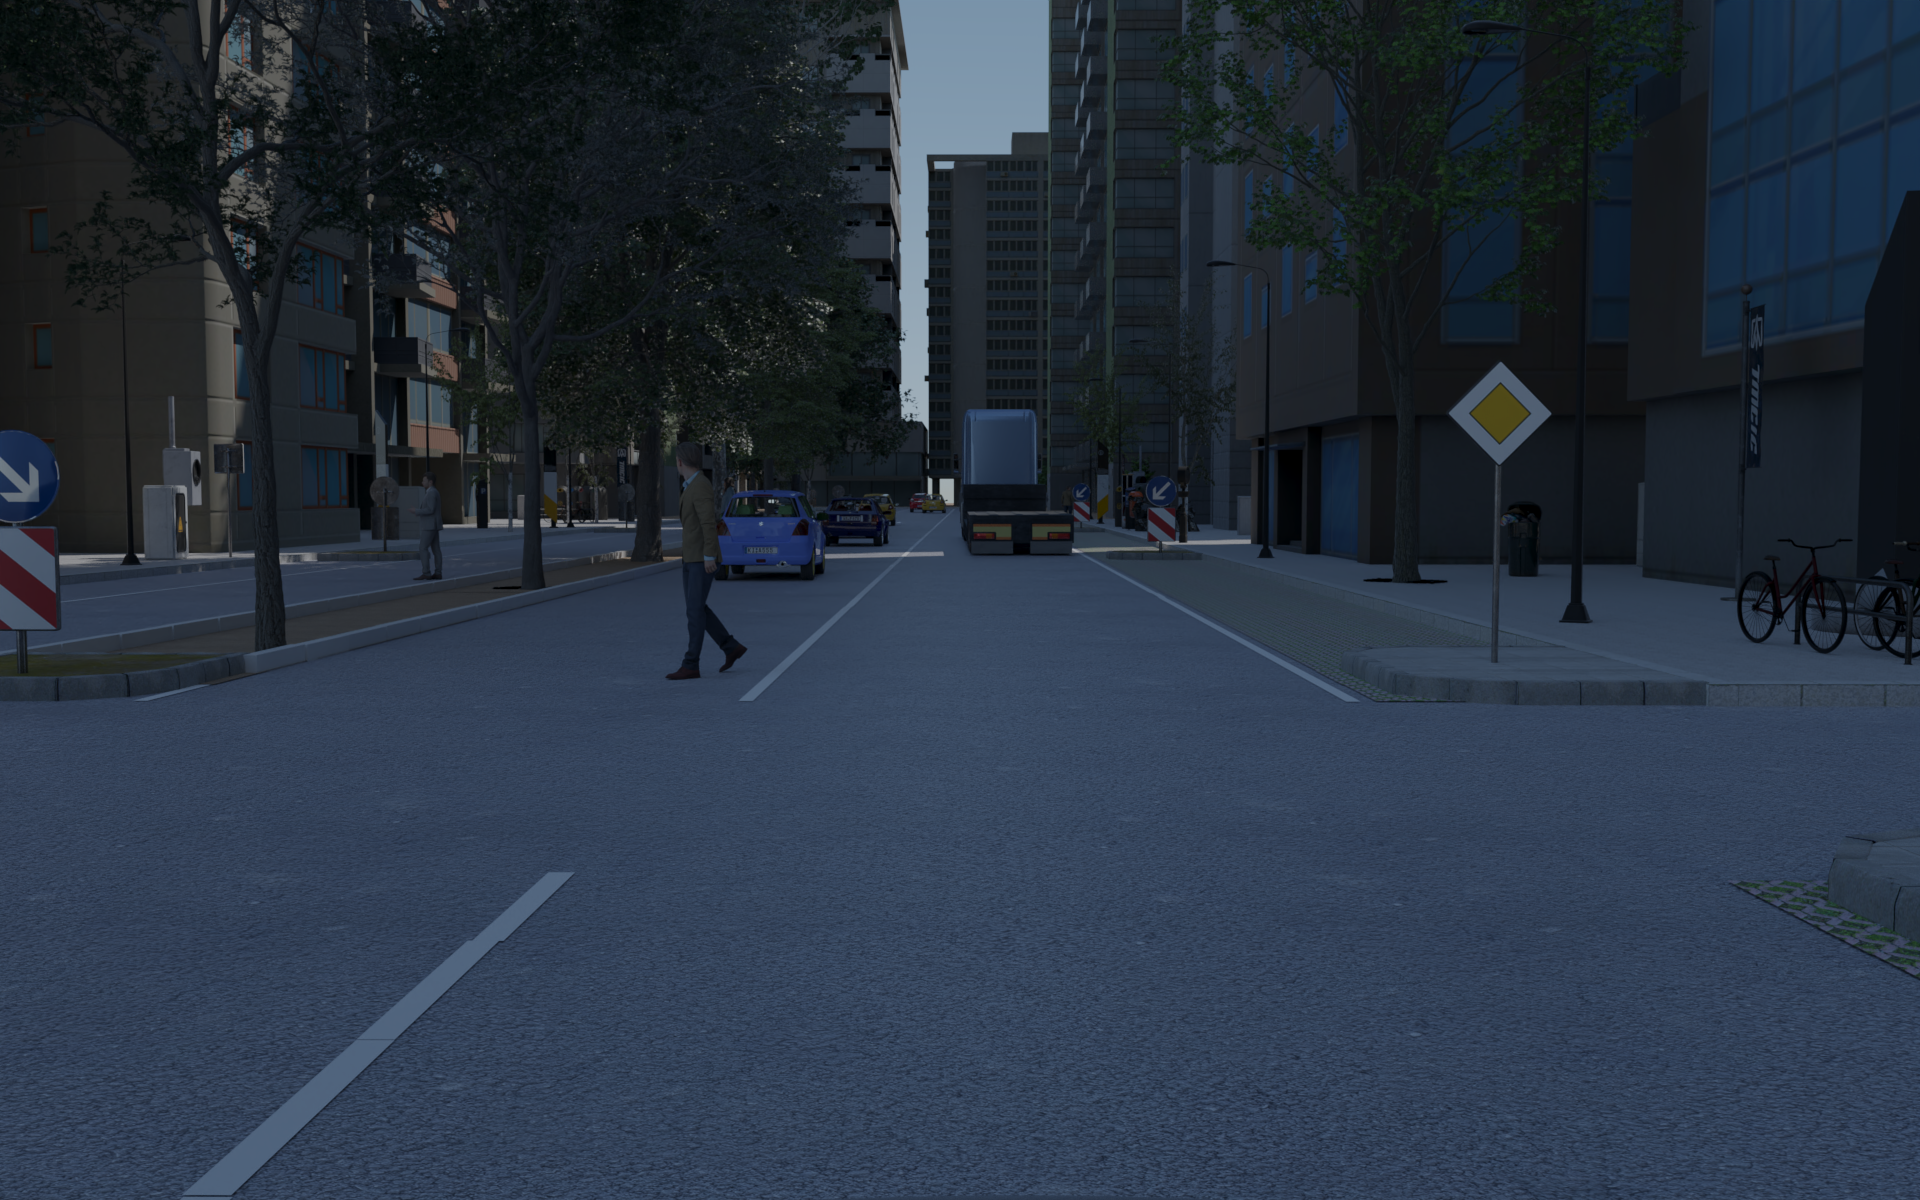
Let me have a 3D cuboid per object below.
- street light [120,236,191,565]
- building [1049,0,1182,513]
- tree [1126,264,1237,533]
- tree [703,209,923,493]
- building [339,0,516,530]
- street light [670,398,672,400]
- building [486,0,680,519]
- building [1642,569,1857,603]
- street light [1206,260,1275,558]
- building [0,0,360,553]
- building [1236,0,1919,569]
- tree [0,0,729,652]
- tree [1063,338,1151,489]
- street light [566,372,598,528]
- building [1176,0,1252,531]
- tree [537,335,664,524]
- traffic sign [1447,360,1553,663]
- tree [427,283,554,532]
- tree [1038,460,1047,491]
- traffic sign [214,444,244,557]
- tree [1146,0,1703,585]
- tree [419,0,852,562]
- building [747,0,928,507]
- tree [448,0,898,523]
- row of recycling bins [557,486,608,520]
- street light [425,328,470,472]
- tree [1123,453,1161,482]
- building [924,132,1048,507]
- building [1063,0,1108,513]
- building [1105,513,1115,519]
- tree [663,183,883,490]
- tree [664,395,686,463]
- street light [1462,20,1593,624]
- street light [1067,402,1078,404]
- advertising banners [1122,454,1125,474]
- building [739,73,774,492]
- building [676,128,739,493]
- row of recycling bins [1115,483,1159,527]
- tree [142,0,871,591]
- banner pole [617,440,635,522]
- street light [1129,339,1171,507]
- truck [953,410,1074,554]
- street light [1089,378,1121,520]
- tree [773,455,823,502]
[{"bbox_3d":[-14.450,-3.584,31.133,1.470,5.913,1.316,0,4,0],"label":"street light"},{"bbox_3d":[14.090,-27.958,140.713,14.154,41.232,14.086,0,4,0],"label":"building"},{"bbox_3d":[7.577,-6.468,56.110,4.360,8.622,3.978,0,3,0],"label":"tree"},{"bbox_3d":[-6.321,-8.992,66.485,9.611,12.733,9.660,0,3,0],"label":"tree"},{"bbox_3d":[-30.611,-25.258,67.588,22.147,44.769,28.867,0,4,0],"label":"building"},{"bbox_3d":[-14.159,-6.787,83.503,1.470,5.913,1.316,0,4,0],"label":"street light"},{"bbox_3d":[-23.810,-25.194,95.516,14.154,41.232,14.086,0,4,0],"label":"building"},{"bbox_3d":[17.172,-22.512,18.182,14.200,45.320,14.600,0,4,0],"label":"building"},{"bbox_3d":[5.591,-3.794,34.566,1.470,5.913,1.316,0,4,0],"label":"street light"},{"bbox_3d":[-30.004,-11.403,31.479,27.650,21.520,28.899,0,4,0],"label":"building"},{"bbox_3d":[14.038,-23.648,36.755,14.600,45.320,14.200,0,4,0],"label":"building"},{"bbox_3d":[-6.159,-4.814,15.575,8.767,10.594,7.601,0,4,0],"label":"tree"},{"bbox_3d":[6.966,-8.104,82.858,4.737,8.622,4.395,0,3,0],"label":"tree"},{"bbox_3d":[-14.363,-5.723,66.109,1.470,5.913,1.316,0,4,0],"label":"street light"},{"bbox_3d":[20.039,-32.482,73.082,21.231,58.520,28.212,0,4,0],"label":"building"},{"bbox_3d":[-16.012,-7.636,75.211,4.360,8.622,3.978,0,3,0],"label":"tree"},{"bbox_3d":[4.063,-0.579,13.112,0.795,2.450,0.064,0,4,0],"label":"traffic sign"},{"bbox_3d":[-15.426,-6.607,58.390,4.737,8.622,4.395,0,3,0],"label":"tree"},{"bbox_3d":[7.883,-11.144,165.923,4.285,4.588,4.351,0,3,0],"label":"tree"},{"bbox_3d":[-14.809,-2.017,35.100,0.606,2.300,0.079,0,4,2],"label":"traffic sign"},{"bbox_3d":[6.306,-6.059,24.823,9.928,11.665,9.643,0,3,0],"label":"tree"},{"bbox_3d":[-6.630,-7.784,36.374,9.857,13.997,8.962,0,3,0],"label":"tree"},{"bbox_3d":[-17.513,-36.453,185.251,27.495,52.752,28.713,0,4,0],"label":"building"},{"bbox_3d":[-7.762,-11.569,47.505,12.611,20.169,13.585,0,3,0],"label":"tree"},{"bbox_3d":[-18.820,-4.829,86.060,3.534,1.692,1.069,3,4,37],"label":"row of recycling bins"},{"bbox_3d":[-14.383,-4.648,48.528,1.470,5.913,1.316,0,4,0],"label":"street light"},{"bbox_3d":[7.854,-4.893,74.596,1.663,3.219,1.824,0,3,0],"label":"tree"},{"bbox_3d":[8.249,-30.375,188.508,23.993,40.220,32.217,0,4,0],"label":"building"},{"bbox_3d":[19.423,-30.496,118.212,23.786,49.044,30.456,0,4,0],"label":"building"},{"bbox_3d":[15.057,-25.232,96.143,14.154,41.232,14.086,0,4,0],"label":"building"},{"bbox_3d":[-6.488,-8.396,57.858,7.486,12.596,7.792,0,3,0],"label":"tree"},{"bbox_3d":[-15.733,-8.371,87.226,4.360,8.622,3.978,0,3,0],"label":"tree"},{"bbox_3d":[5.625,-2.730,17.170,1.470,5.913,1.316,0,4,0],"label":"street light"},{"bbox_3d":[6.032,-7.005,87.078,1.470,5.913,1.316,0,4,0],"label":"street light"},{"bbox_3d":[7.402,-4.935,76.876,0.090,3.025,2.074,1,4,18],"label":"advertising banners"},{"bbox_3d":[-28.380,-27.871,147.573,23.993,40.220,32.217,0,4,0],"label":"building"},{"bbox_3d":[-22.068,-20.686,109.916,14.160,30.474,14.107,0,4,0],"label":"building"},{"bbox_3d":[6.798,-3.619,66.288,1.069,1.692,3.534,-1,4,-11],"label":"row of recycling bins"},{"bbox_3d":[-6.357,-6.884,25.374,12.009,13.543,11.850,0,3,0],"label":"tree"},{"bbox_3d":[-15.500,-5.520,80.267,0.863,3.779,0.401,0,4,-3],"label":"banner pole"},{"bbox_3d":[5.749,-4.857,51.960,1.470,5.913,1.316,0,4,0],"label":"street light"},{"bbox_3d":[1.332,-3.646,49.369,2.967,4.110,18.799,0,4,-1],"label":"truck"},{"bbox_3d":[5.855,-5.921,69.355,1.470,5.913,1.316,0,4,0],"label":"street light"},{"bbox_3d":[-6.567,-7.472,74.993,4.360,8.622,3.978,0,3,0],"label":"tree"}]
